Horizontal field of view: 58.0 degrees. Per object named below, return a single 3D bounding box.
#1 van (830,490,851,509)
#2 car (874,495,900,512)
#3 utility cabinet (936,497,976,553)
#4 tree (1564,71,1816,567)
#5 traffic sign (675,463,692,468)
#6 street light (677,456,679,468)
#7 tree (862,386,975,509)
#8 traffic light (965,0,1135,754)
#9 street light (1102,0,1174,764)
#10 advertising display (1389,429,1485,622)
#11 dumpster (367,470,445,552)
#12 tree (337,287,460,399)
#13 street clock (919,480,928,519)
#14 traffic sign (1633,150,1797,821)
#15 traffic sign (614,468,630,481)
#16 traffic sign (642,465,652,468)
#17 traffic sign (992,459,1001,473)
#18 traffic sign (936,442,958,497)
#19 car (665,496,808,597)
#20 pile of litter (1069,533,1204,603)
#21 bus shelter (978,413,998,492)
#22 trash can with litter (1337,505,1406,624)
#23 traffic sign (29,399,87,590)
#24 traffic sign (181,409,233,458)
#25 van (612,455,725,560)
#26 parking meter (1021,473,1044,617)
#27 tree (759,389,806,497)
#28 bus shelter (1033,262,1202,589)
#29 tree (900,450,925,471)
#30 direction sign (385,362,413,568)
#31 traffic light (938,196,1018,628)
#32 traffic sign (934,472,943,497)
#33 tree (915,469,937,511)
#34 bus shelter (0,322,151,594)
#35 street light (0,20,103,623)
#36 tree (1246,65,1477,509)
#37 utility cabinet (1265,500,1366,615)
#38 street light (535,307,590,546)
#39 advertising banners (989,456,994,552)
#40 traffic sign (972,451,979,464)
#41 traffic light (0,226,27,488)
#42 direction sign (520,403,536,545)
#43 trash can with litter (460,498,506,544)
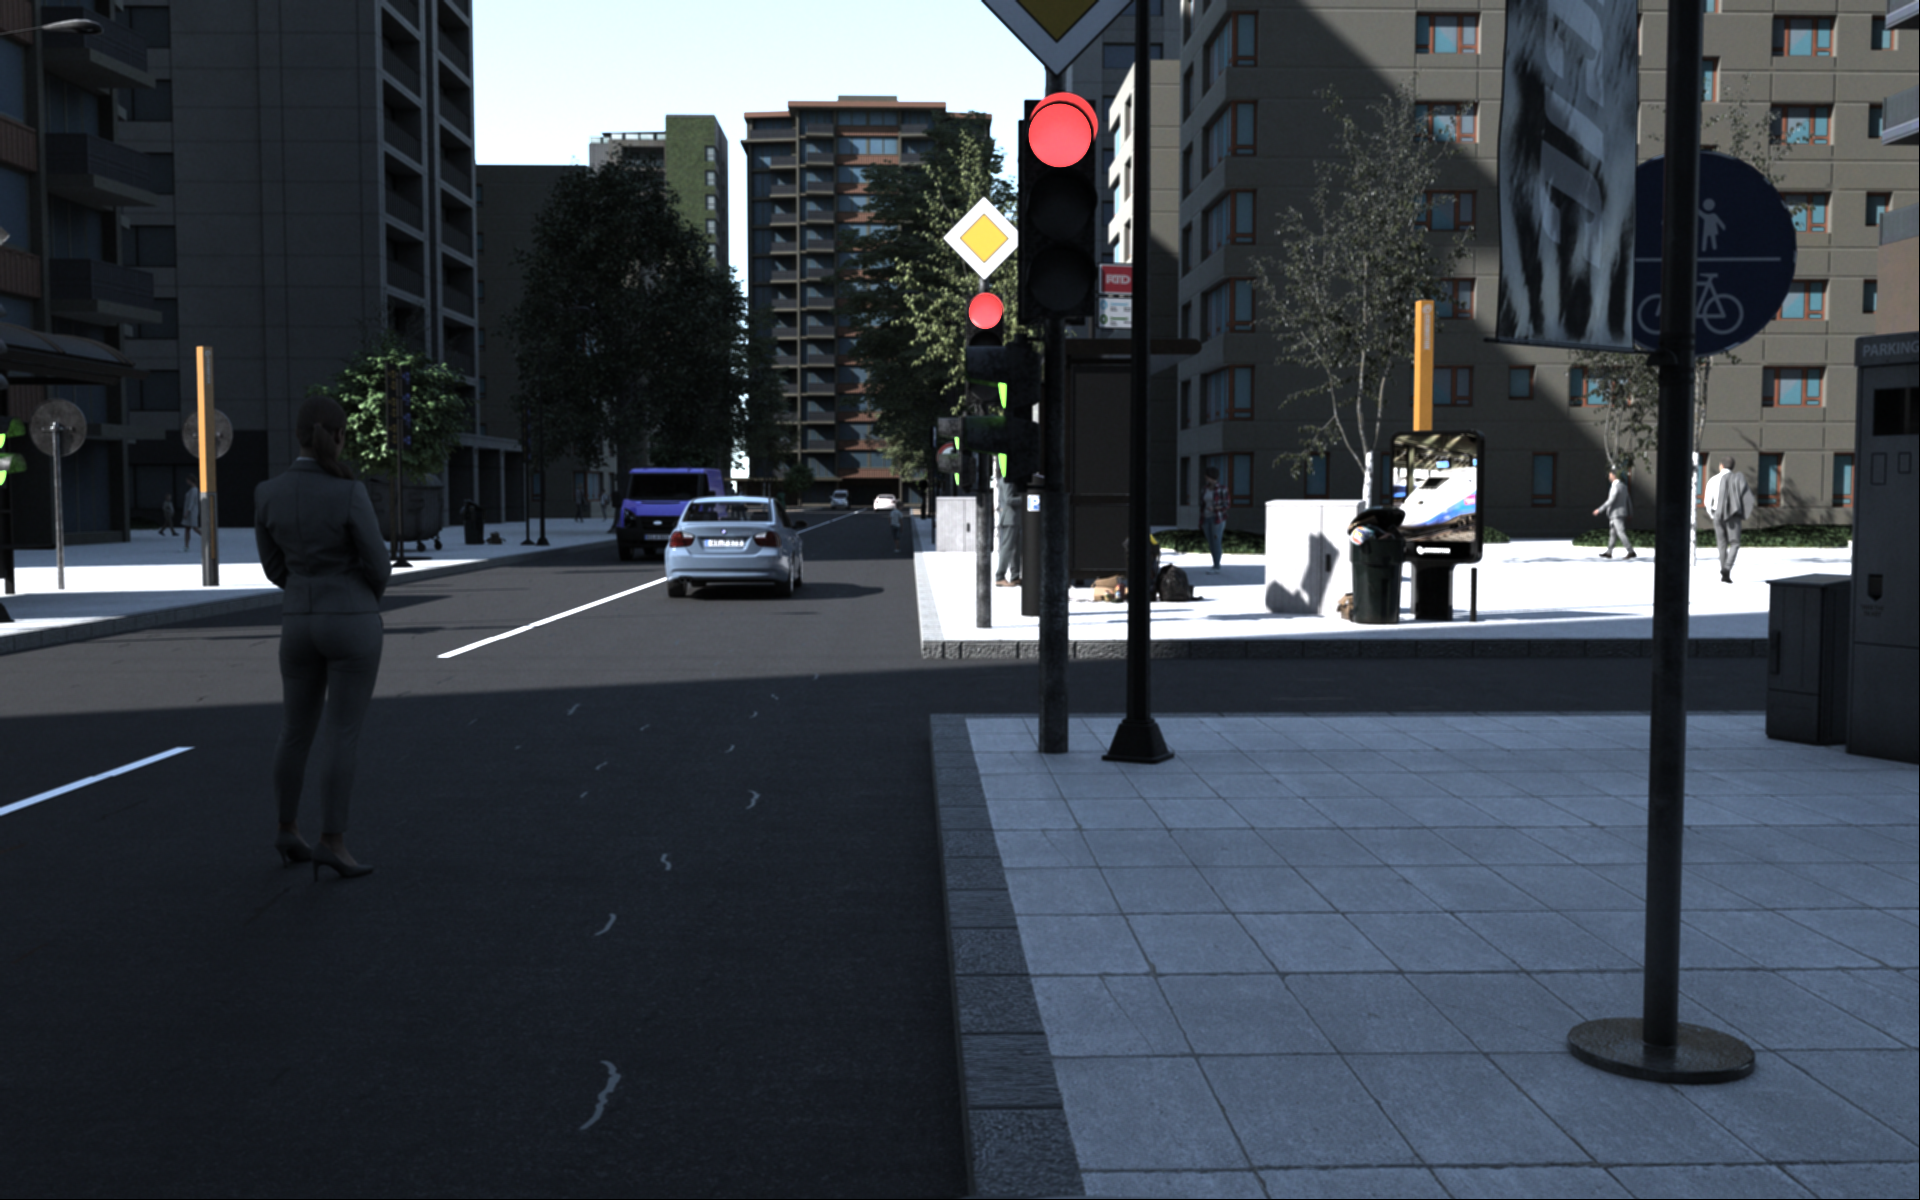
[{"bbox_3d":[-11.401,-9.706,165.711,2.013,2.044,4.112,0,4,0],"label":"van"},{"bbox_3d":[-5.842,-7.653,137.492,2.083,1.381,4.827,0,4,-1],"label":"car"},{"bbox_3d":[-0.010,-1.643,38.021,1.020,1.237,0.306,0,4,2],"label":"utility cabinet"},{"bbox_3d":[12.746,-4.898,30.447,4.360,8.622,3.978,0,3,0],"label":"tree"},{"bbox_3d":[-11.184,-4.278,70.047,0.768,2.556,0.104,0,4,4],"label":"traffic sign"},{"bbox_3d":[-10.711,-5.904,69.072,1.470,5.913,1.316,0,4,-2],"label":"street light"},{"bbox_3d":[-3.120,-14.743,151.417,12.009,13.543,11.850,0,3,0],"label":"tree"},{"bbox_3d":[0.447,-1.198,8.510,0.839,4.253,0.868,0,4,-2],"label":"traffic light"},{"bbox_3d":[0.323,-2.182,8.212,1.470,5.913,1.316,0,4,-2],"label":"street light"},{"bbox_3d":[4.824,-0.756,17.579,0.974,1.923,0.123,3,5,40],"label":"advertising display"},{"bbox_3d":[-12.446,-2.029,38.928,1.264,1.857,1.865,0,4,-2],"label":"dumpster"},{"bbox_3d":[-20.229,-6.870,62.680,4.360,8.622,3.978,0,3,0],"label":"tree"},{"bbox_3d":[-1.853,-5.088,87.751,0.358,2.002,0.471,3,5,44],"label":"street clock"},{"bbox_3d":[2.713,-0.392,6.520,0.768,2.556,0.104,0,4,2],"label":"traffic sign"},{"bbox_3d":[-13.581,-4.291,70.162,0.884,2.594,0.081,0,4,5],"label":"traffic sign"},{"bbox_3d":[-13.885,-4.708,77.077,0.768,2.556,0.104,0,4,-1],"label":"traffic sign"},{"bbox_3d":[1.223,-2.789,45.711,0.768,2.556,0.104,0,4,7],"label":"traffic sign"},{"bbox_3d":[-0.196,-2.600,42.609,0.768,2.556,0.104,0,4,1],"label":"traffic sign"},{"bbox_3d":[-3.250,-0.816,25.352,2.014,1.417,4.499,0,4,-2],"label":"car"},{"bbox_3d":[2.090,-0.422,20.862,1.719,0.858,1.176,0,4,5],"label":"pile of litter"},{"bbox_3d":[0.711,-5.649,69.987,2.179,5.291,8.768,0,4,-2],"label":"bus shelter"},{"bbox_3d":[4.050,-0.367,17.383,0.624,1.170,1.055,-1,4,-8],"label":"trash can with litter"},{"bbox_3d":[-12.065,-1.411,23.172,0.768,2.556,0.104,0,4,-1],"label":"traffic sign"},{"bbox_3d":[-11.104,-1.557,25.556,0.768,2.556,0.104,0,4,2],"label":"traffic sign"},{"bbox_3d":[-6.480,-2.133,39.252,2.240,2.365,5.245,0,4,-2],"label":"van"},{"bbox_3d":[0.832,-0.601,18.243,0.372,1.533,0.369,0,3,0],"label":"parking meter"},{"bbox_3d":[-12.814,-10.271,118.291,4.737,8.622,4.395,0,3,0],"label":"tree"},{"bbox_3d":[2.099,-3.058,27.637,2.179,5.291,8.768,0,4,-2],"label":"bus shelter"},{"bbox_3d":[-2.339,-14.096,164.880,7.601,10.594,8.767,0,4,-3],"label":"tree"},{"bbox_3d":[-9.790,-2.341,30.273,0.379,3.537,0.876,1,4,8],"label":"direction sign"},{"bbox_3d":[0.209,-1.686,16.492,0.839,4.253,0.868,0,4,-2],"label":"traffic light"},{"bbox_3d":[-0.651,-3.892,63.736,0.768,2.556,0.104,0,4,6],"label":"traffic sign"},{"bbox_3d":[-2.411,-8.409,132.085,1.663,3.219,1.824,0,3,0],"label":"tree"},{"bbox_3d":[-11.381,-1.574,19.663,2.014,3.302,5.546,0,4,-2],"label":"bus shelter"},{"bbox_3d":[-9.103,-2.726,17.115,1.470,5.913,1.316,0,4,-2],"label":"street light"},{"bbox_3d":[7.171,-4.906,30.574,4.360,8.622,3.978,0,3,0],"label":"tree"},{"bbox_3d":[3.798,-0.452,18.551,1.020,1.237,0.306,2,4,29],"label":"utility cabinet"},{"bbox_3d":[-9.868,-4.311,43.033,1.470,5.913,1.316,0,4,-2],"label":"street light"},{"bbox_3d":[0.739,-2.628,39.161,0.090,3.025,2.074,0,4,3],"label":"advertising banners"},{"bbox_3d":[0.170,-2.803,45.935,0.768,2.556,0.104,0,4,5],"label":"traffic sign"},{"bbox_3d":[-9.247,-1.668,16.195,0.839,4.253,0.868,0,4,-2],"label":"traffic light"},{"bbox_3d":[-10.919,-3.160,43.667,0.379,3.537,0.876,0,4,-2],"label":"direction sign"},{"bbox_3d":[-12.202,-2.013,44.305,1.055,1.170,0.624,-2,4,-29],"label":"trash can with litter"}]
